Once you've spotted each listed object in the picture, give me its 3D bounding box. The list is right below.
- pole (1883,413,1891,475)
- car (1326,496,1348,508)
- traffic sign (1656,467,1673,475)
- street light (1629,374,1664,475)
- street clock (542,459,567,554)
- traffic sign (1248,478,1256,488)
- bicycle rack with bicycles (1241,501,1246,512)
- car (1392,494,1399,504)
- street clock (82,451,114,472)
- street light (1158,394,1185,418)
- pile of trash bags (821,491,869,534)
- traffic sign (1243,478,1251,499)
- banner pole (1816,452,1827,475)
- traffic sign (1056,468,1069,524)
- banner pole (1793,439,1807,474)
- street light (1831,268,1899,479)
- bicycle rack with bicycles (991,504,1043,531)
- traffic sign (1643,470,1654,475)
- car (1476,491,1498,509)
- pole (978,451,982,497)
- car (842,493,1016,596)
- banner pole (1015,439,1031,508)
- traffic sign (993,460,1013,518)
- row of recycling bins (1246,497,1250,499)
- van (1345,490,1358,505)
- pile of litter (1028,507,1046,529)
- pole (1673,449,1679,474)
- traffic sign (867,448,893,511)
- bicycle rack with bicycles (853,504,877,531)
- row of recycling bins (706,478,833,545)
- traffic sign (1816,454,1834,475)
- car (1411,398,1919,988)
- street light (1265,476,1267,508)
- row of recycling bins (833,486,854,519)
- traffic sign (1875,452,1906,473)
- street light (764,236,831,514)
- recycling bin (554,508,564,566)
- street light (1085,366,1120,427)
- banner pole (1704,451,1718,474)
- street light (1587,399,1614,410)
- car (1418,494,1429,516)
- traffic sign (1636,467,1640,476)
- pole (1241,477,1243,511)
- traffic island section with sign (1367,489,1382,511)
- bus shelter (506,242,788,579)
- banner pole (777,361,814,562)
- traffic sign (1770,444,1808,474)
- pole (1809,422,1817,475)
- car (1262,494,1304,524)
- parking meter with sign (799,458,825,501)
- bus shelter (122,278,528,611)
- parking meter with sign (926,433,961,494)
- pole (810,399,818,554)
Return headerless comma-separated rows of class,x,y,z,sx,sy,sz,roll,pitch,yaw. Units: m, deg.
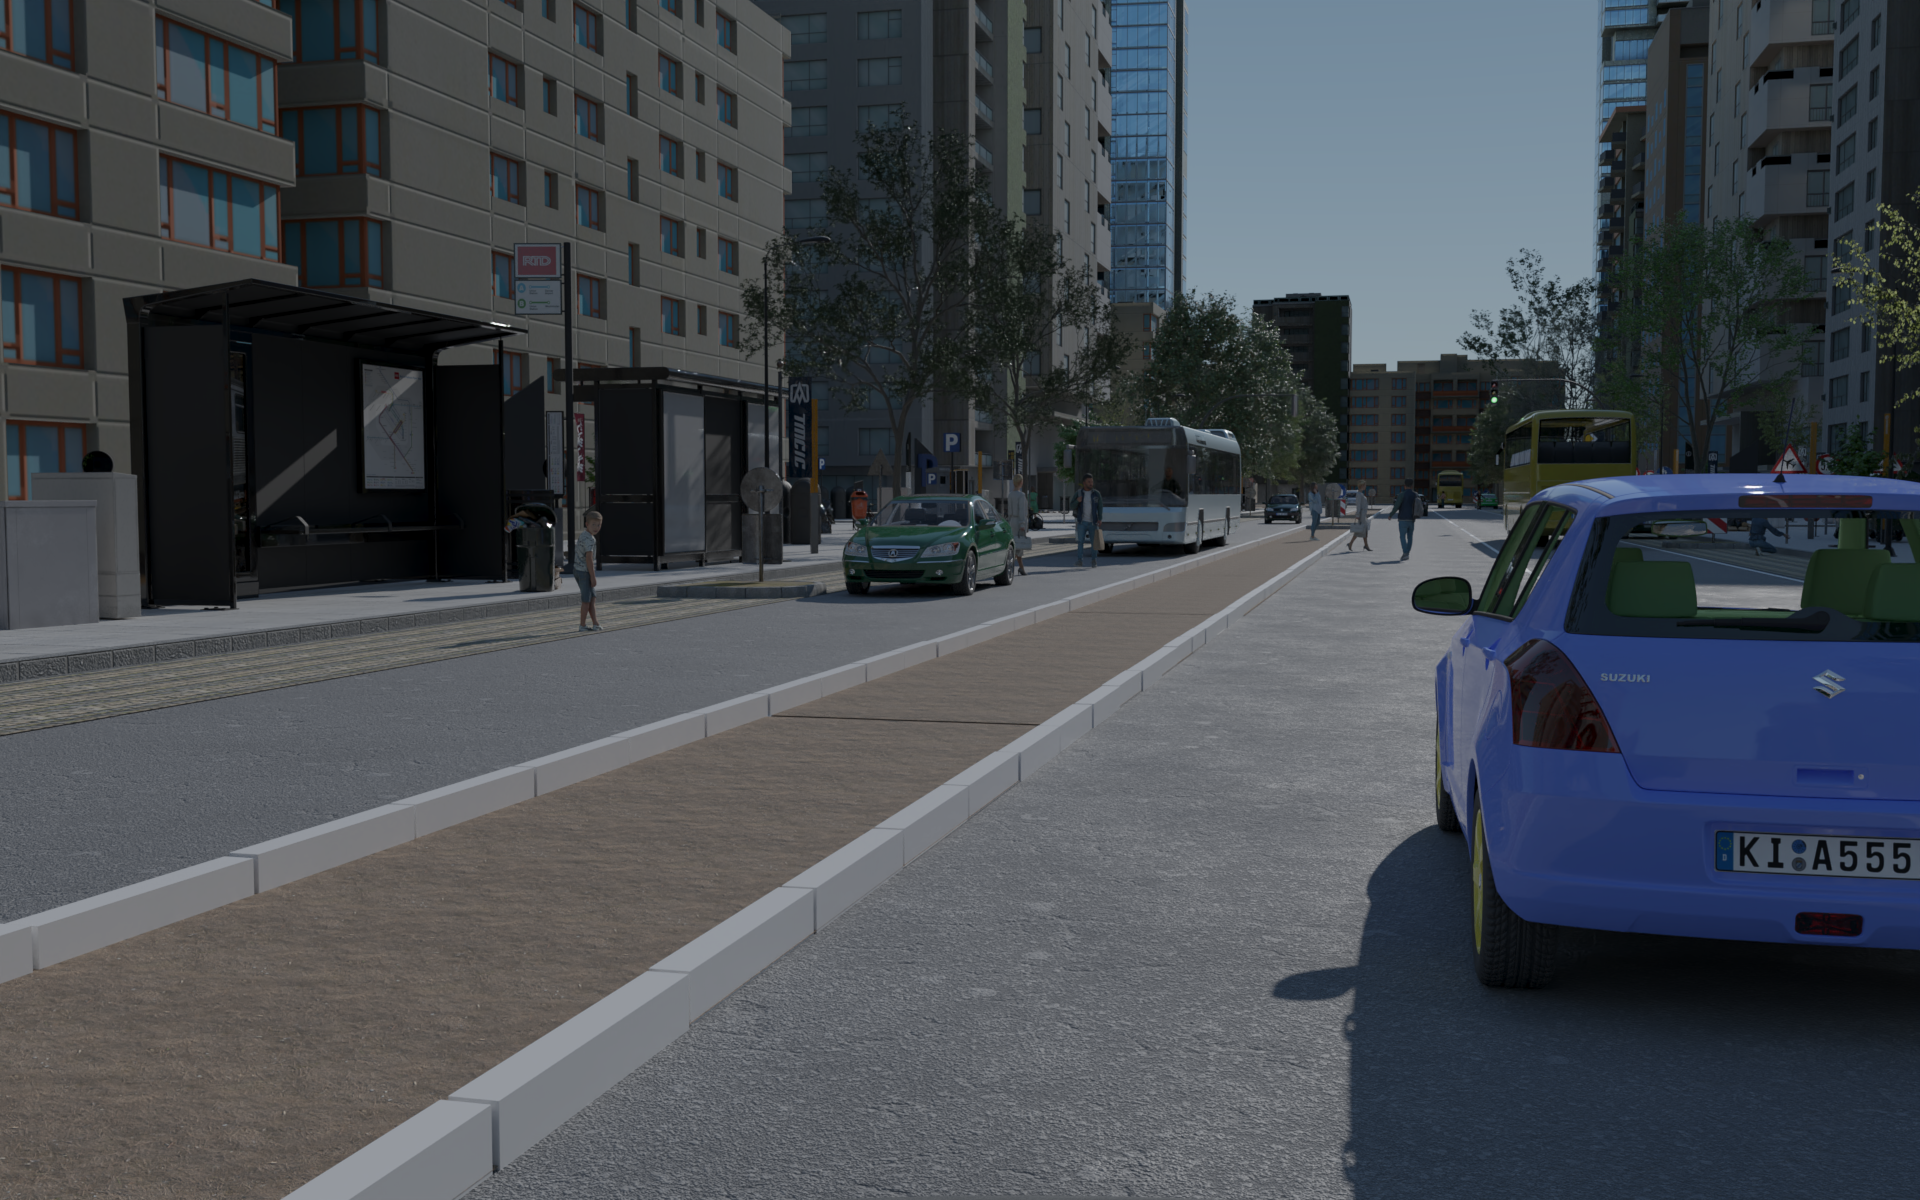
pole,23.511,-3.063,43.919,0.158,3.312,0.155,0,3,0
car,37.376,-9.775,171.613,2.131,1.459,4.920,1,4,14
traffic sign,32.582,-4.898,80.189,0.768,2.556,0.104,1,4,22
street light,26.616,-5.786,67.135,1.470,5.913,1.316,1,4,14
street clock,-7.711,-1.746,33.117,0.471,2.002,0.358,1,4,18
traffic sign,22.480,-8.181,133.864,0.768,2.556,0.104,1,4,22
bicycle rack with bicycles,19.816,-6.857,125.488,2.852,0.926,2.925,-3,5,-40
car,45.568,-10.313,178.401,2.009,1.686,4.222,1,4,15
street clock,-14.382,-1.491,28.949,0.471,2.002,0.358,-1,4,-21
street light,9.782,-6.620,80.770,1.470,5.913,1.316,1,4,14
pile of trash bags,-4.678,-2.862,56.547,3.447,1.369,1.912,-1,4,-14
traffic sign,21.968,-8.149,133.341,0.768,2.556,0.104,1,4,16
banner pole,45.232,-6.204,91.449,0.863,3.779,0.401,2,4,29
traffic sign,4.460,-4.525,74.094,0.768,2.556,0.104,1,4,15
banner pole,37.956,-5.406,78.406,0.401,3.779,0.863,-2,4,-28
street light,18.533,-3.852,35.517,1.470,5.913,1.316,1,4,14
bicycle rack with bicycles,1.453,-2.878,60.440,2.925,0.926,2.852,0,4,1
traffic sign,36.851,-5.656,92.574,0.768,2.556,0.104,1,4,17
car,50.008,-9.504,164.179,1.959,1.807,4.718,1,4,14
pole,0.950,-5.419,82.451,0.158,3.312,0.155,0,3,0
car,-0.380,-0.873,26.066,2.131,1.459,4.920,1,4,13
banner pole,2.695,-5.049,72.574,0.863,3.779,0.401,1,4,19
traffic sign,1.266,-3.017,51.456,0.606,2.300,0.079,1,4,19
row of recycling bins,23.957,-8.654,148.610,1.069,1.692,3.534,-1,4,-10
van,41.952,-10.900,185.218,2.013,2.044,4.112,1,4,14
pile of litter,2.357,-3.038,63.629,1.719,0.858,1.176,0,4,-8
pole,32.656,-5.212,79.058,0.158,3.312,0.155,0,3,0
traffic sign,-2.264,-3.015,49.295,0.884,2.594,0.081,1,4,22
bicycle rack with bicycles,-2.758,-2.946,61.551,2.852,0.926,2.925,3,5,39
row of recycling bins,-5.072,-2.317,44.993,3.534,1.692,1.069,2,4,35
traffic sign,27.354,-3.335,54.640,0.768,2.556,0.104,1,4,20
car,2.608,0.212,6.133,1.945,1.707,3.694,1,4,13
street light,26.083,-10.504,144.281,1.470,5.913,1.316,1,4,14
row of recycling bins,-6.662,-4.989,88.686,3.534,1.692,1.069,-2,4,-24
traffic sign,24.022,-2.744,44.875,0.884,2.594,0.081,1,4,20
street light,-3.009,-3.604,31.468,1.470,5.913,1.316,1,4,14
recycling bin,-7.509,-1.108,30.663,0.722,1.027,0.722,1,4,18
street light,5.132,-5.538,63.093,1.470,5.913,1.316,1,4,14
banner pole,38.248,-6.020,88.448,0.863,3.779,0.401,1,4,15
street light,31.228,-6.844,84.441,1.470,5.913,1.316,1,4,14
car,29.467,-6.280,112.470,2.009,1.686,4.222,1,4,13
traffic sign,29.847,-4.708,77.083,0.768,2.556,0.104,1,4,17
pole,21.202,-8.360,130.524,0.158,3.312,0.155,0,3,0
traffic island section with sign,35.853,-8.727,150.824,2.006,1.907,1.989,1,4,14
bus shelter,-5.407,-3.211,30.137,2.179,5.291,8.768,1,4,15
banner pole,-3.160,-2.606,32.618,0.863,3.779,0.401,1,4,14
traffic sign,21.328,-2.728,44.609,0.884,2.594,0.081,1,4,16
pole,24.215,-3.386,49.208,0.158,3.312,0.155,0,3,0
car,15.763,-4.563,84.392,2.009,1.686,4.222,1,4,13
parking meter with sign,-7.476,-5.412,84.743,1.738,3.016,0.543,2,4,29
bus shelter,-7.772,-1.885,22.108,1.731,3.624,6.357,1,4,14
parking meter with sign,-0.644,-3.205,48.664,0.543,3.016,1.738,2,4,31
pole,-3.141,-2.654,37.237,0.158,3.312,0.155,0,3,0
